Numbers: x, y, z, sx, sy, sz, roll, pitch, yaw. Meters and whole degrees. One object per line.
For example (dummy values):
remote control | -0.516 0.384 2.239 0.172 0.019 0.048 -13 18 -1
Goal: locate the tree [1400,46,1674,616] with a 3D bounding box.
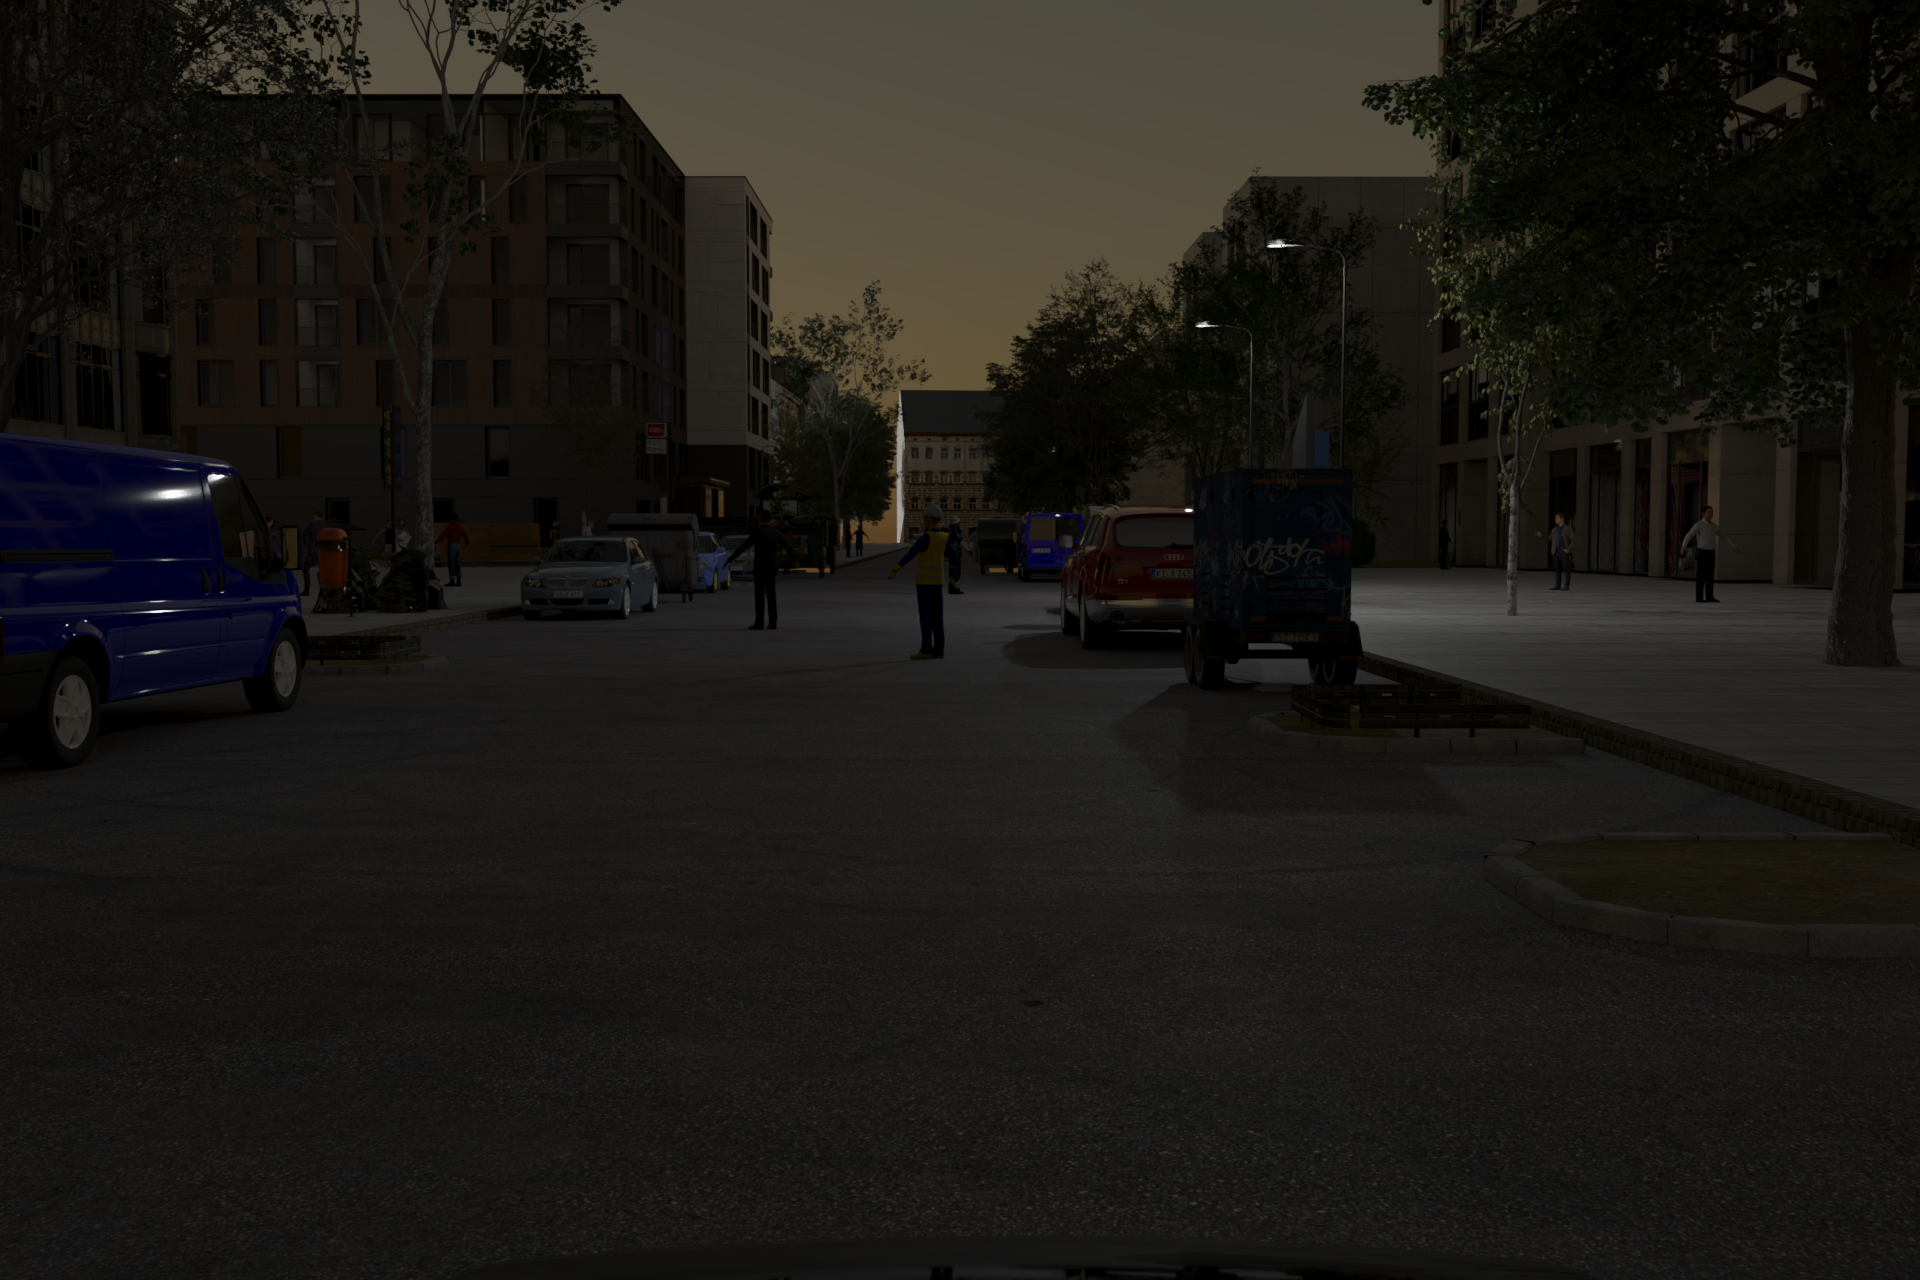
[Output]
tree | 8.915 -4.687 26.996 4.737 8.622 4.395 0 3 0

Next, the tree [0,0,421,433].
tree | -12.356 -6.831 22.061 12.009 13.543 11.850 0 3 0

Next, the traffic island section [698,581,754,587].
traffic island section | -6.655 -1.553 48.252 1.991 0.108 1.994 0 4 0

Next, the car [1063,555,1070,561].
car | 2.934 -1.357 31.982 2.009 1.686 4.222 0 4 0

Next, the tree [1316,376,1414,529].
tree | 17.301 -7.653 75.490 4.737 8.622 4.395 0 3 0

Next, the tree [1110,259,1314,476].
tree | 9.525 -8.574 65.938 9.928 11.665 9.643 0 3 0

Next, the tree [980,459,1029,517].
tree | 5.342 -13.269 151.352 8.767 10.594 7.601 2 4 33

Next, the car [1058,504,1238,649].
car | 2.490 -0.881 23.079 2.281 1.827 5.304 0 4 -1

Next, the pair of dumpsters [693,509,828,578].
pair of dumpsters | -6.524 -3.142 56.321 4.436 2.255 1.574 0 4 0

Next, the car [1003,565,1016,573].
car | 2.583 -3.459 65.343 1.959 1.807 4.718 0 4 -1

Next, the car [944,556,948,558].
car | -0.879 -4.982 93.815 2.083 1.381 4.827 0 4 -1

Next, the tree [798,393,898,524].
tree | -10.207 -15.190 155.009 9.857 13.997 8.962 0 3 0

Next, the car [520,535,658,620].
car | -6.456 -1.135 30.567 2.014 1.417 4.499 0 4 0

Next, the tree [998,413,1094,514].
tree | 5.989 -12.458 121.816 7.486 12.596 7.792 0 3 0

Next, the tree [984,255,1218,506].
tree | 6.179 -10.207 77.248 12.009 13.543 11.850 0 3 0

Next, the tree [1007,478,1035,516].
tree | 5.061 -11.542 139.081 4.360 8.622 3.978 0 3 0

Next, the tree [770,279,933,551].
tree | -8.619 -16.747 129.707 12.611 20.169 13.585 0 3 0

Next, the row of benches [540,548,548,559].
row of benches | -17.514 -3.780 77.274 4.104 0.672 1.422 -1 4 -19

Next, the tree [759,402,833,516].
tree | -9.363 -8.953 96.744 4.737 8.622 4.395 0 3 0

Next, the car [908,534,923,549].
car | -2.788 -7.088 127.681 2.131 1.459 4.920 0 4 0

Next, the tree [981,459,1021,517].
tree | 5.682 -13.877 161.303 8.767 10.594 7.601 1 4 15

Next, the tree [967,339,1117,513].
tree | 5.643 -12.059 107.532 12.009 13.543 11.850 0 3 0

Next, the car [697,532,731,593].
car | -6.757 -2.055 43.186 1.945 1.707 3.694 0 3 0

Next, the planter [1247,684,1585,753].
planter | 3.097 0.540 12.308 1.991 0.319 1.994 0 4 1

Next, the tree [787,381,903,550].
tree | -9.616 -14.490 143.563 9.857 13.997 8.962 0 3 0

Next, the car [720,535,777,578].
car | -6.501 -2.436 51.826 2.014 1.417 4.499 0 3 0

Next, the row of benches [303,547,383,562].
row of benches | -28.788 -3.950 80.041 4.104 0.672 1.422 0 4 1

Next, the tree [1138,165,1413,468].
tree | 8.099 -6.752 44.802 7.601 10.594 8.767 -1 4 -18

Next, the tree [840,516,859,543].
tree | -17.284 -21.006 261.566 7.486 12.596 7.792 0 3 0

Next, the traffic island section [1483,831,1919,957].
traffic island section | 3.177 0.979 6.853 1.991 0.108 1.994 0 4 0

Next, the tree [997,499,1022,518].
tree | 5.490 -13.356 168.735 4.737 8.622 4.395 0 3 0

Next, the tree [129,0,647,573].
tree | -12.913 -11.272 40.189 12.611 20.169 13.585 0 3 0

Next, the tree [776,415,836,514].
tree | -9.901 -9.608 107.460 4.360 8.622 3.978 0 3 0

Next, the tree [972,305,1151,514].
tree | 5.776 -11.417 93.326 9.857 13.997 8.962 0 3 0

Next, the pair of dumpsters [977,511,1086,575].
pair of dumpsters | 2.825 -3.460 61.522 4.436 2.255 1.574 0 4 0

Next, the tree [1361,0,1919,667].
tree | 8.777 -6.730 16.695 9.857 13.997 8.962 0 3 0

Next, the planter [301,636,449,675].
planter | -6.608 0.159 18.541 1.991 0.319 1.994 0 4 0

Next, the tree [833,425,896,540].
tree | -9.824 -15.205 166.736 7.486 12.596 7.792 0 3 0

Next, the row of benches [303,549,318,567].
row of benches | -26.005 -3.276 69.020 1.422 0.672 4.104 -1 4 -17

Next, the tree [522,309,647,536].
tree | -12.813 -6.568 57.756 4.360 8.622 3.978 0 3 0

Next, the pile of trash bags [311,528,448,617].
pile of trash bags | -9.651 -1.127 28.177 1.912 1.369 3.447 0 4 0

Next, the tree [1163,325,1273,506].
tree | 8.444 -6.595 58.192 4.360 8.622 3.978 0 3 0
